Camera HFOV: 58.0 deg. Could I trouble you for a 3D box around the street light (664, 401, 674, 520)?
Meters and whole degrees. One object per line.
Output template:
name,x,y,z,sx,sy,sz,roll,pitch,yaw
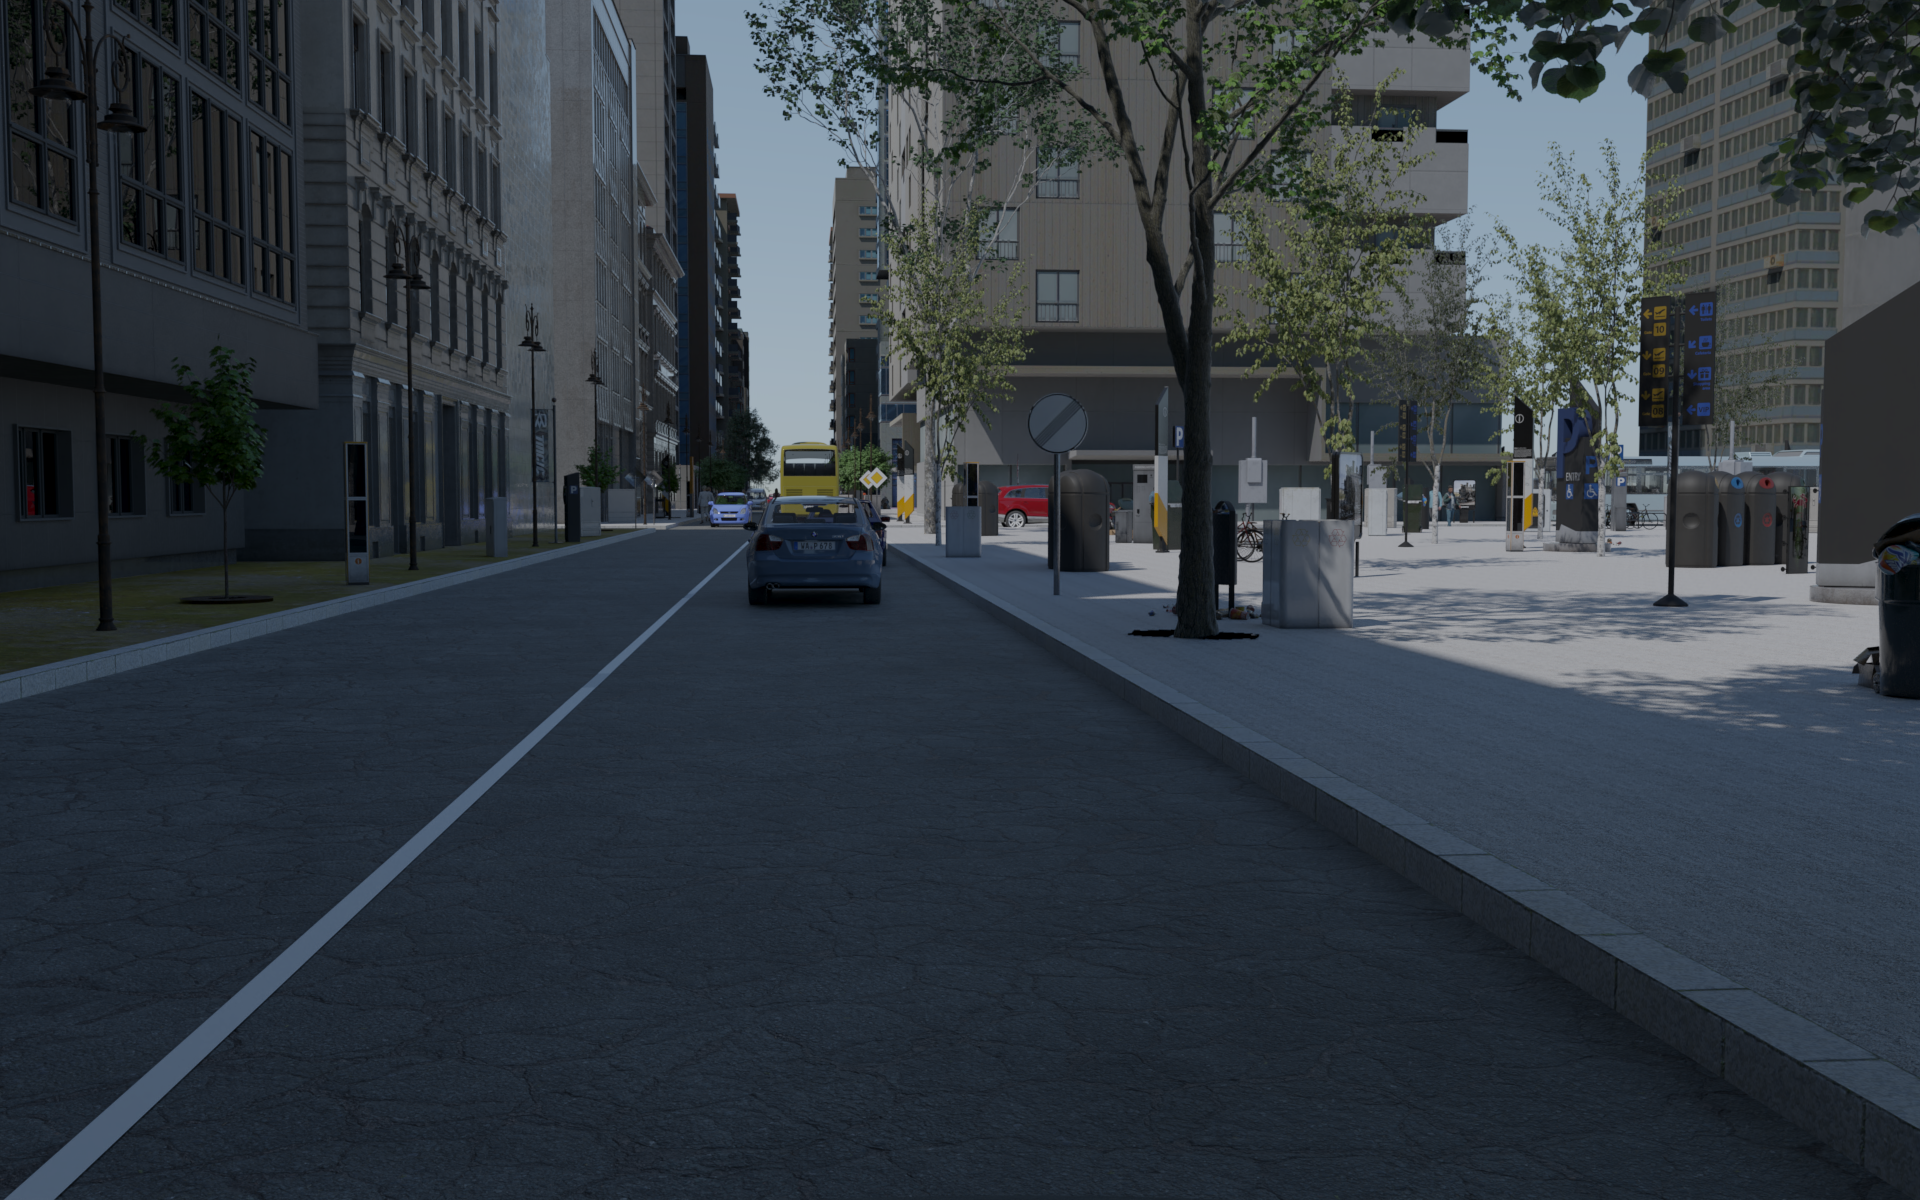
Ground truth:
street light,-14.473,-6.932,86.121,0.468,5.910,1.993,0,4,-5

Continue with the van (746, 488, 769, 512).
van,-14.891,-7.298,126.326,2.013,2.044,4.112,0,4,-4

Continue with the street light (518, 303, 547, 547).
street light,-10.358,-4.238,42.077,0.468,5.910,1.993,0,4,-5

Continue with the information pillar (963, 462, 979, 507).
information pillar,0.254,-2.166,39.902,0.304,2.012,0.304,-1,4,-14

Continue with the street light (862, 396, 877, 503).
street light,-4.098,-6.547,79.836,0.468,5.910,1.993,0,4,-5

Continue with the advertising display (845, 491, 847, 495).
advertising display,-9.461,-8.089,137.467,0.974,1.923,0.123,-2,4,-27

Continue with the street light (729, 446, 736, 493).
street light,-21.501,-11.573,162.011,0.468,5.910,1.993,0,4,-5

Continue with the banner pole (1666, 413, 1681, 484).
banner pole,21.847,-3.855,53.051,0.863,3.779,0.401,-3,5,-40

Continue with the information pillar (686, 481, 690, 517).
information pillar,-14.971,-5.591,95.910,0.304,2.012,0.304,1,4,10

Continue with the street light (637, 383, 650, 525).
street light,-13.173,-6.085,72.285,0.468,5.910,1.993,0,4,-5

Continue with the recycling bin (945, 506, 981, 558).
recycling bin,0.064,-1.393,35.337,0.722,1.027,0.722,0,4,-1

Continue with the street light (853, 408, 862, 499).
street light,-5.317,-7.338,92.763,0.468,5.910,1.993,0,4,-5

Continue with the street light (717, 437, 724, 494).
street light,-19.323,-10.127,138.371,0.468,5.910,1.993,0,4,-5

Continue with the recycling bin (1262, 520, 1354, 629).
recycling bin,3.376,-0.262,16.831,0.722,1.027,0.722,0,4,-5

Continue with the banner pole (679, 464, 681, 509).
banner pole,-23.602,-9.538,145.957,0.401,3.779,0.863,-1,4,-19

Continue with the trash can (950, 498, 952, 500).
trash can,-0.009,-3.278,65.248,0.748,1.137,0.748,0,3,0

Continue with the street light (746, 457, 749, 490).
street light,-25.097,-13.946,200.800,0.468,5.910,1.993,0,4,-5

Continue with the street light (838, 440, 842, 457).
street light,-8.867,-9.767,132.484,0.468,5.910,1.993,0,4,-5

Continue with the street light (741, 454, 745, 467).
street light,-23.863,-13.155,187.873,0.468,5.910,1.993,0,4,-5

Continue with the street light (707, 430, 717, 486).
street light,-18.042,-9.329,125.310,0.468,5.910,1.993,0,4,-5

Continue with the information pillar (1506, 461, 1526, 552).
information pillar,12.333,-2.078,38.461,0.304,2.012,0.304,0,4,-4

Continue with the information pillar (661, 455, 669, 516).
information pillar,-17.060,-6.671,100.428,0.504,3.616,0.183,1,4,20

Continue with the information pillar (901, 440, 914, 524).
information pillar,-2.201,-5.106,74.832,0.504,3.616,0.183,3,4,36

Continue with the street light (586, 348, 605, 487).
street light,-11.559,-5.029,55.006,0.468,5.910,1.993,0,4,-5

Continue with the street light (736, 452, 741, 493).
street light,-22.686,-12.364,174.942,0.468,5.910,1.993,0,4,-5

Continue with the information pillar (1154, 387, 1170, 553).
information pillar,4.388,-2.835,37.713,0.183,3.616,0.504,2,4,32

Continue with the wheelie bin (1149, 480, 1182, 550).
wheelie bin,4.761,-1.956,39.882,0.980,1.594,0.693,-2,4,-34

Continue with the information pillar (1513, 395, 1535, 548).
information pillar,13.271,-3.028,40.855,0.504,3.616,0.183,3,5,40

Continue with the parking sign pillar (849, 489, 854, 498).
parking sign pillar,-8.817,-9.358,141.469,1.447,3.967,1.447,0,4,-5

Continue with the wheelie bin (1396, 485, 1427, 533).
wheelie bin,14.966,-3.028,57.419,0.980,1.594,0.693,1,4,15

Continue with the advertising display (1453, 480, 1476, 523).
advertising display,22.301,-4.367,76.615,0.974,1.923,0.123,1,4,12

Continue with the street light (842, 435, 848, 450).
street light,-7.668,-8.954,119.183,0.468,5.910,1.993,0,4,-5

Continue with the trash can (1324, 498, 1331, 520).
trash can,12.780,-2.893,58.950,0.748,1.137,0.748,0,3,0

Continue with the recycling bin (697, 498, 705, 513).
recycling bin,-17.345,-6.401,117.211,0.722,1.027,0.722,-2,4,-30

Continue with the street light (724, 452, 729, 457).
street light,-20.300,-10.749,148.535,0.468,5.910,1.993,0,4,-5

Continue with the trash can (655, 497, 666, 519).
trash can,-15.734,-4.834,90.693,0.748,1.137,0.748,0,3,0

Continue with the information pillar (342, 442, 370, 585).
information pillar,-8.519,-1.220,24.440,0.304,2.012,0.304,-2,4,-25

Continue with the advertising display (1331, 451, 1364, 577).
advertising display,5.924,-1.303,26.511,0.123,1.923,0.974,2,4,35

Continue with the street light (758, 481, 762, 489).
street light,-31.373,-18.164,269.768,0.468,5.910,1.993,0,4,-5

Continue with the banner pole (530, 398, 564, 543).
banner pole,-10.722,-3.357,44.898,0.863,3.779,0.401,-2,4,-31

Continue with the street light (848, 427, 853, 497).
street light,-6.407,-8.129,105.703,0.468,5.910,1.993,0,4,-5

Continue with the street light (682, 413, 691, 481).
street light,-15.618,-7.723,99.055,0.468,5.910,1.993,0,4,-5

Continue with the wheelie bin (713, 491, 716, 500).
wheelie bin,-18.452,-7.359,128.229,0.693,1.594,0.980,2,4,25

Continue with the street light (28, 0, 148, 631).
street light,-8.030,-2.650,16.118,0.468,5.910,1.993,0,4,-5

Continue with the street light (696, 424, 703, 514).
street light,-16.848,-8.513,111.982,0.468,5.910,1.993,0,4,-5

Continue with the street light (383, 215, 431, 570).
street light,-9.223,-3.441,29.048,0.468,5.910,1.993,0,4,-5

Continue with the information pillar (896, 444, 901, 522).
information pillar,-2.710,-5.469,80.775,0.504,3.616,0.183,1,4,20
